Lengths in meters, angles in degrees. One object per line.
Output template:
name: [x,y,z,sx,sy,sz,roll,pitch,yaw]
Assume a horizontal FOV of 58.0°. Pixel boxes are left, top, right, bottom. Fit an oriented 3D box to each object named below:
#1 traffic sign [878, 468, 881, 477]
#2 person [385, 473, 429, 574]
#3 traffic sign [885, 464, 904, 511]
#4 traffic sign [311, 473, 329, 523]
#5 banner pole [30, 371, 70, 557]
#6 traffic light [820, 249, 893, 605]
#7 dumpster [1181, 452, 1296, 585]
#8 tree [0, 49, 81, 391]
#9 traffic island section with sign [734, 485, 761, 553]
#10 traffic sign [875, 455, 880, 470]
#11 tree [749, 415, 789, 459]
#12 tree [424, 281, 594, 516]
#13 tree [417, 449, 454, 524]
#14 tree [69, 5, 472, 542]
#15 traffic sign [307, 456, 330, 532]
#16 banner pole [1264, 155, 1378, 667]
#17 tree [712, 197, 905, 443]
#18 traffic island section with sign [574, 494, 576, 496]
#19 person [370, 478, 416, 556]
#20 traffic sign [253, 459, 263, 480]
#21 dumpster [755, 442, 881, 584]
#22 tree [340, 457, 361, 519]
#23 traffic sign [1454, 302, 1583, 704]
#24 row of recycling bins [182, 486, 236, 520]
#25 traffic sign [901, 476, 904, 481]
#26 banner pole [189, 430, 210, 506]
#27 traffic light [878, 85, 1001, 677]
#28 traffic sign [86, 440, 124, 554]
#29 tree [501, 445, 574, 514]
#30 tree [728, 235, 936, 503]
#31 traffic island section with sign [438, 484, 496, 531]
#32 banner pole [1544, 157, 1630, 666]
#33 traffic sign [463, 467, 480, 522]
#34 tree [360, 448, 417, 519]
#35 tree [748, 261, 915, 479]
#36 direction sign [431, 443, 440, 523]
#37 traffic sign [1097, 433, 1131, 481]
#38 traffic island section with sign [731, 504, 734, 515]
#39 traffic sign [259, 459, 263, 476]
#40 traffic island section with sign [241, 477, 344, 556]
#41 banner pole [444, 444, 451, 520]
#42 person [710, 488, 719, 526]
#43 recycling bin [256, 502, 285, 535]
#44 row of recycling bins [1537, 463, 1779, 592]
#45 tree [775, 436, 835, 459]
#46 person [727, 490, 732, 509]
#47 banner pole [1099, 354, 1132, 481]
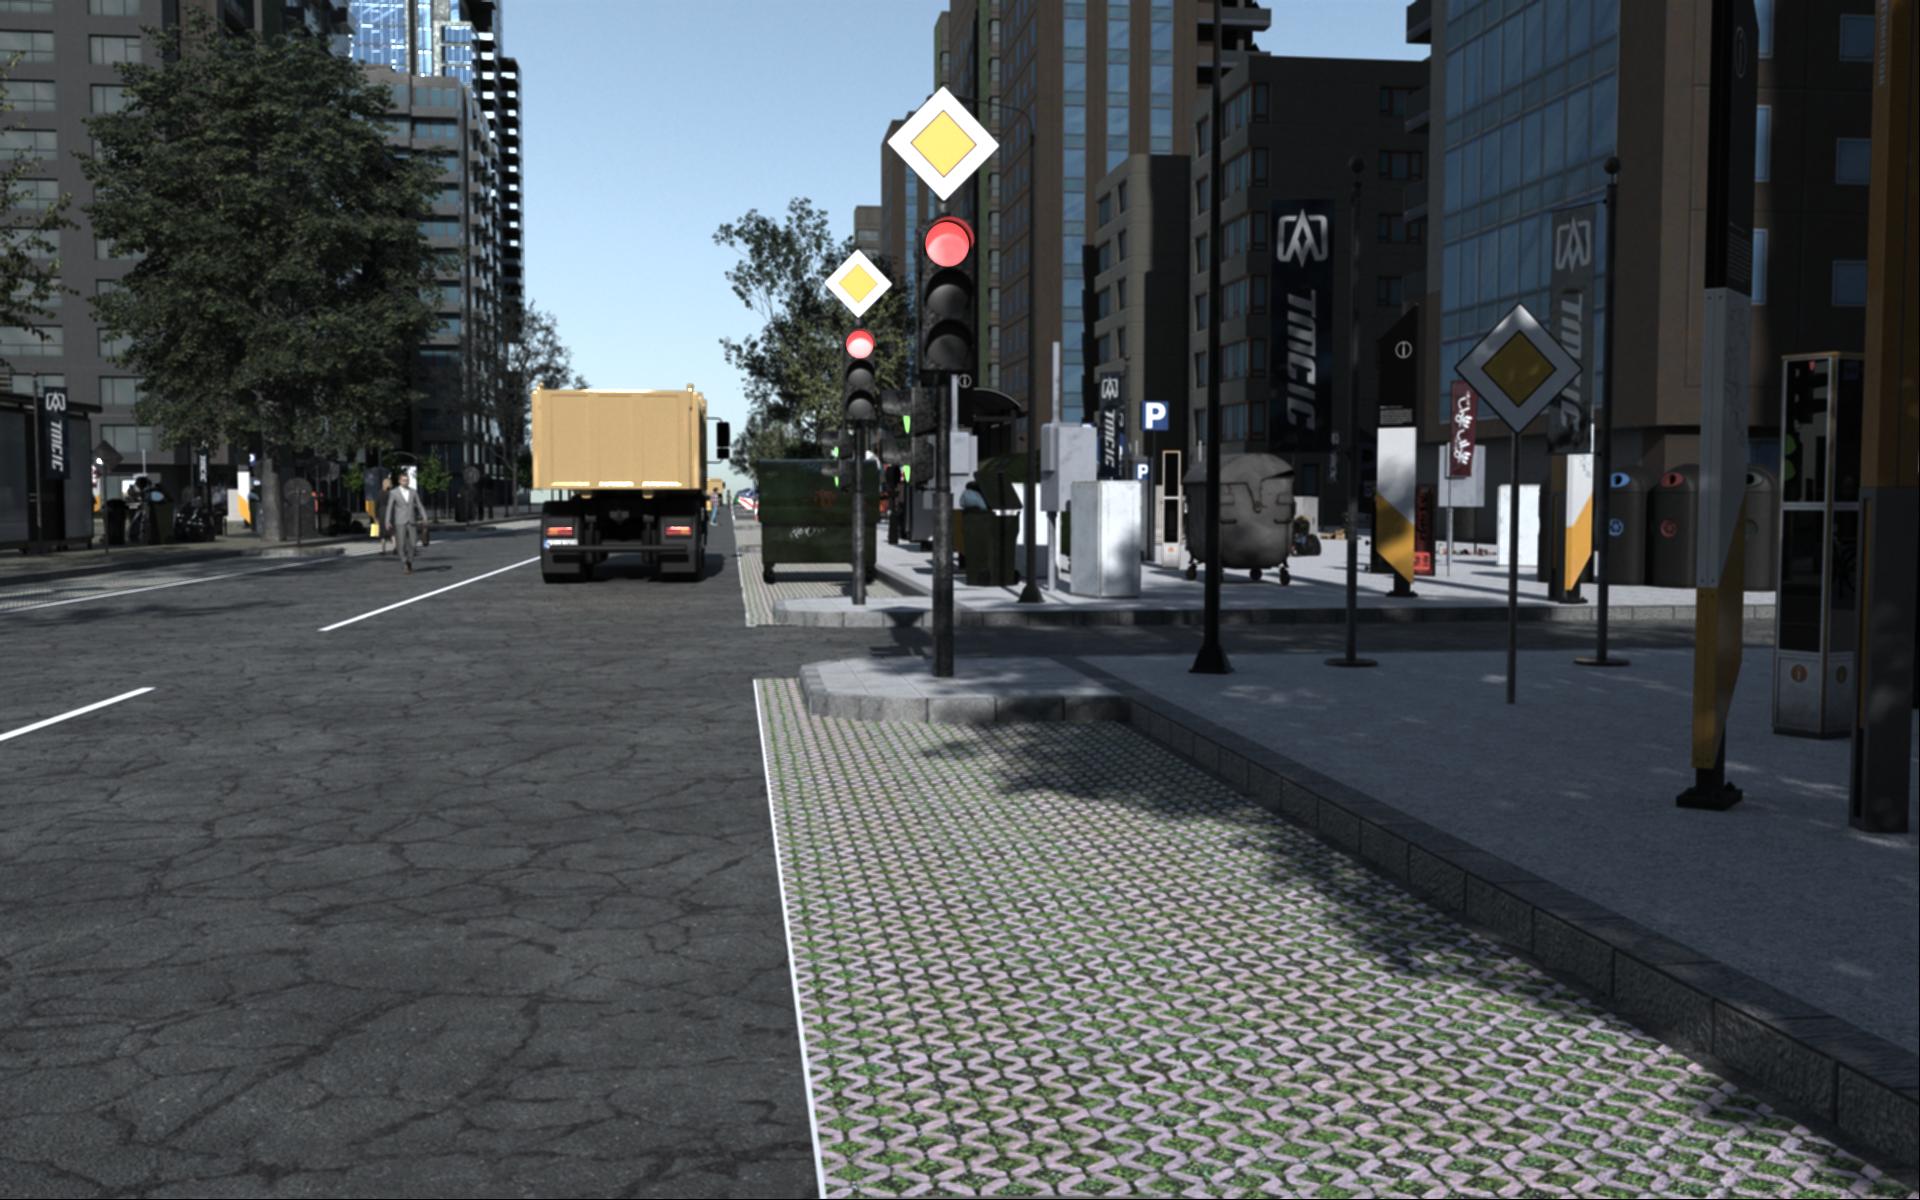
traffic sign: [-3.700,-4.456,72.966,0.768,2.556,0.104,0,4,2]
person: [-9.942,-1.377,31.137,0.709,1.813,0.853,-3,4,-38]
traffic sign: [-2.087,-3.472,56.880,0.768,2.556,0.104,0,4,1]
traffic sign: [-24.095,-3.975,65.099,0.768,2.556,0.104,0,4,2]
banner pole: [-18.641,-2.780,35.464,0.401,3.779,0.863,3,5,41]
traffic light: [-1.192,-1.901,20.001,0.839,4.253,0.868,0,4,-8]
dumpster: [4.013,-1.173,24.941,1.264,1.857,1.865,0,4,-7]
tree: [-16.036,-4.684,26.947,4.737,8.622,4.395,0,3,0]
traffic island section with sign: [-4.506,-2.089,42.778,1.989,1.847,2.006,0,4,-8]
traffic sign: [-2.750,-3.135,51.364,0.768,2.556,0.104,0,4,-1]
tree: [-16.919,-12.591,156.229,4.360,8.622,3.978,0,3,0]
tree: [-26.086,-11.645,100.767,12.009,13.543,11.850,0,3,0]
tree: [-22.456,-4.864,74.134,1.663,3.219,1.824,0,3,0]
tree: [-18.466,-8.553,46.492,9.857,13.997,8.962,0,3,0]
traffic sign: [-21.281,-3.508,57.457,0.768,2.556,0.104,0,4,0]
banner pole: [2.711,-1.403,12.951,0.863,3.779,0.401,1,4,9]
tree: [-9.256,-15.466,108.755,12.611,20.169,13.585,0,3,0]
traffic island section with sign: [-25.843,-6.673,117.737,1.989,1.847,2.006,0,4,-8]
person: [-13.238,-1.935,40.359,0.699,1.804,1.509,-2,4,-33]
traffic sign: [-25.368,-3.851,63.078,0.768,2.556,0.104,0,4,0]
dumpster: [-2.288,-1.401,27.853,1.985,2.255,1.502,0,4,-7]
tree: [-31.651,-5.871,90.593,1.663,3.219,1.824,0,3,0]
traffic sign: [3.372,-0.572,10.538,0.795,2.450,0.064,0,4,-4]
row of recycling bins: [-36.863,-4.848,86.371,3.534,1.692,1.069,-2,4,-27]
traffic sign: [-2.653,-4.442,72.629,0.884,2.594,0.081,0,3,0]
banner pole: [-29.305,-4.689,66.690,0.863,3.779,0.401,-1,4,-20]
traffic light: [-0.138,-1.417,12.086,0.839,4.253,0.868,0,4,-8]
traffic sign: [-18.188,-2.182,36.866,0.795,2.450,0.064,0,4,0]
tree: [-28.175,-7.941,113.556,4.285,4.588,4.351,0,3,0]
tree: [-4.218,-7.887,63.371,8.767,10.594,7.601,1,4,14]
traffic island section with sign: [-19.134,-3.591,67.337,1.989,1.847,2.006,0,4,-8]
banner pole: [4.753,-1.416,13.174,0.401,3.779,0.863,-2,4,-23]
traffic sign: [-22.577,-4.892,80.090,0.768,2.556,0.104,0,4,-4]
tree: [-21.692,-4.348,65.694,1.663,3.219,1.824,0,3,0]
tree: [-3.505,-6.328,53.829,4.737,8.622,4.395,0,3,0]
direction sign: [-23.160,-5.163,76.414,0.379,3.537,0.876,-2,4,-35]
traffic sign: [3.041,-2.124,34.839,0.768,2.556,0.104,0,4,-5]
traffic island section with sign: [-8.058,-3.723,69.499,1.989,1.847,2.006,0,4,-8]
traffic sign: [-23.456,-3.594,58.871,0.768,2.556,0.104,0,4,1]
traffic island section with sign: [-15.583,-1.956,40.601,1.989,1.847,2.006,0,4,-8]
banner pole: [-25.767,-5.935,87.056,0.401,3.779,0.863,-1,4,-21]
person: [-11.179,-4.248,78.792,0.643,1.720,0.563,-3,5,-39]
recycling bin: [-21.637,-2.556,54.350,0.722,1.027,0.722,-2,4,-34]
row of recycling bins: [9.711,-1.045,24.195,1.069,1.692,3.534,-3,5,-39]
tree: [-7.848,-6.420,88.682,4.285,4.588,4.351,0,3,0]
person: [-21.878,-9.513,164.044,0.705,1.824,1.348,1,4,11]
banner pole: [2.819,-2.518,31.184,0.863,3.779,0.401,3,5,45]
